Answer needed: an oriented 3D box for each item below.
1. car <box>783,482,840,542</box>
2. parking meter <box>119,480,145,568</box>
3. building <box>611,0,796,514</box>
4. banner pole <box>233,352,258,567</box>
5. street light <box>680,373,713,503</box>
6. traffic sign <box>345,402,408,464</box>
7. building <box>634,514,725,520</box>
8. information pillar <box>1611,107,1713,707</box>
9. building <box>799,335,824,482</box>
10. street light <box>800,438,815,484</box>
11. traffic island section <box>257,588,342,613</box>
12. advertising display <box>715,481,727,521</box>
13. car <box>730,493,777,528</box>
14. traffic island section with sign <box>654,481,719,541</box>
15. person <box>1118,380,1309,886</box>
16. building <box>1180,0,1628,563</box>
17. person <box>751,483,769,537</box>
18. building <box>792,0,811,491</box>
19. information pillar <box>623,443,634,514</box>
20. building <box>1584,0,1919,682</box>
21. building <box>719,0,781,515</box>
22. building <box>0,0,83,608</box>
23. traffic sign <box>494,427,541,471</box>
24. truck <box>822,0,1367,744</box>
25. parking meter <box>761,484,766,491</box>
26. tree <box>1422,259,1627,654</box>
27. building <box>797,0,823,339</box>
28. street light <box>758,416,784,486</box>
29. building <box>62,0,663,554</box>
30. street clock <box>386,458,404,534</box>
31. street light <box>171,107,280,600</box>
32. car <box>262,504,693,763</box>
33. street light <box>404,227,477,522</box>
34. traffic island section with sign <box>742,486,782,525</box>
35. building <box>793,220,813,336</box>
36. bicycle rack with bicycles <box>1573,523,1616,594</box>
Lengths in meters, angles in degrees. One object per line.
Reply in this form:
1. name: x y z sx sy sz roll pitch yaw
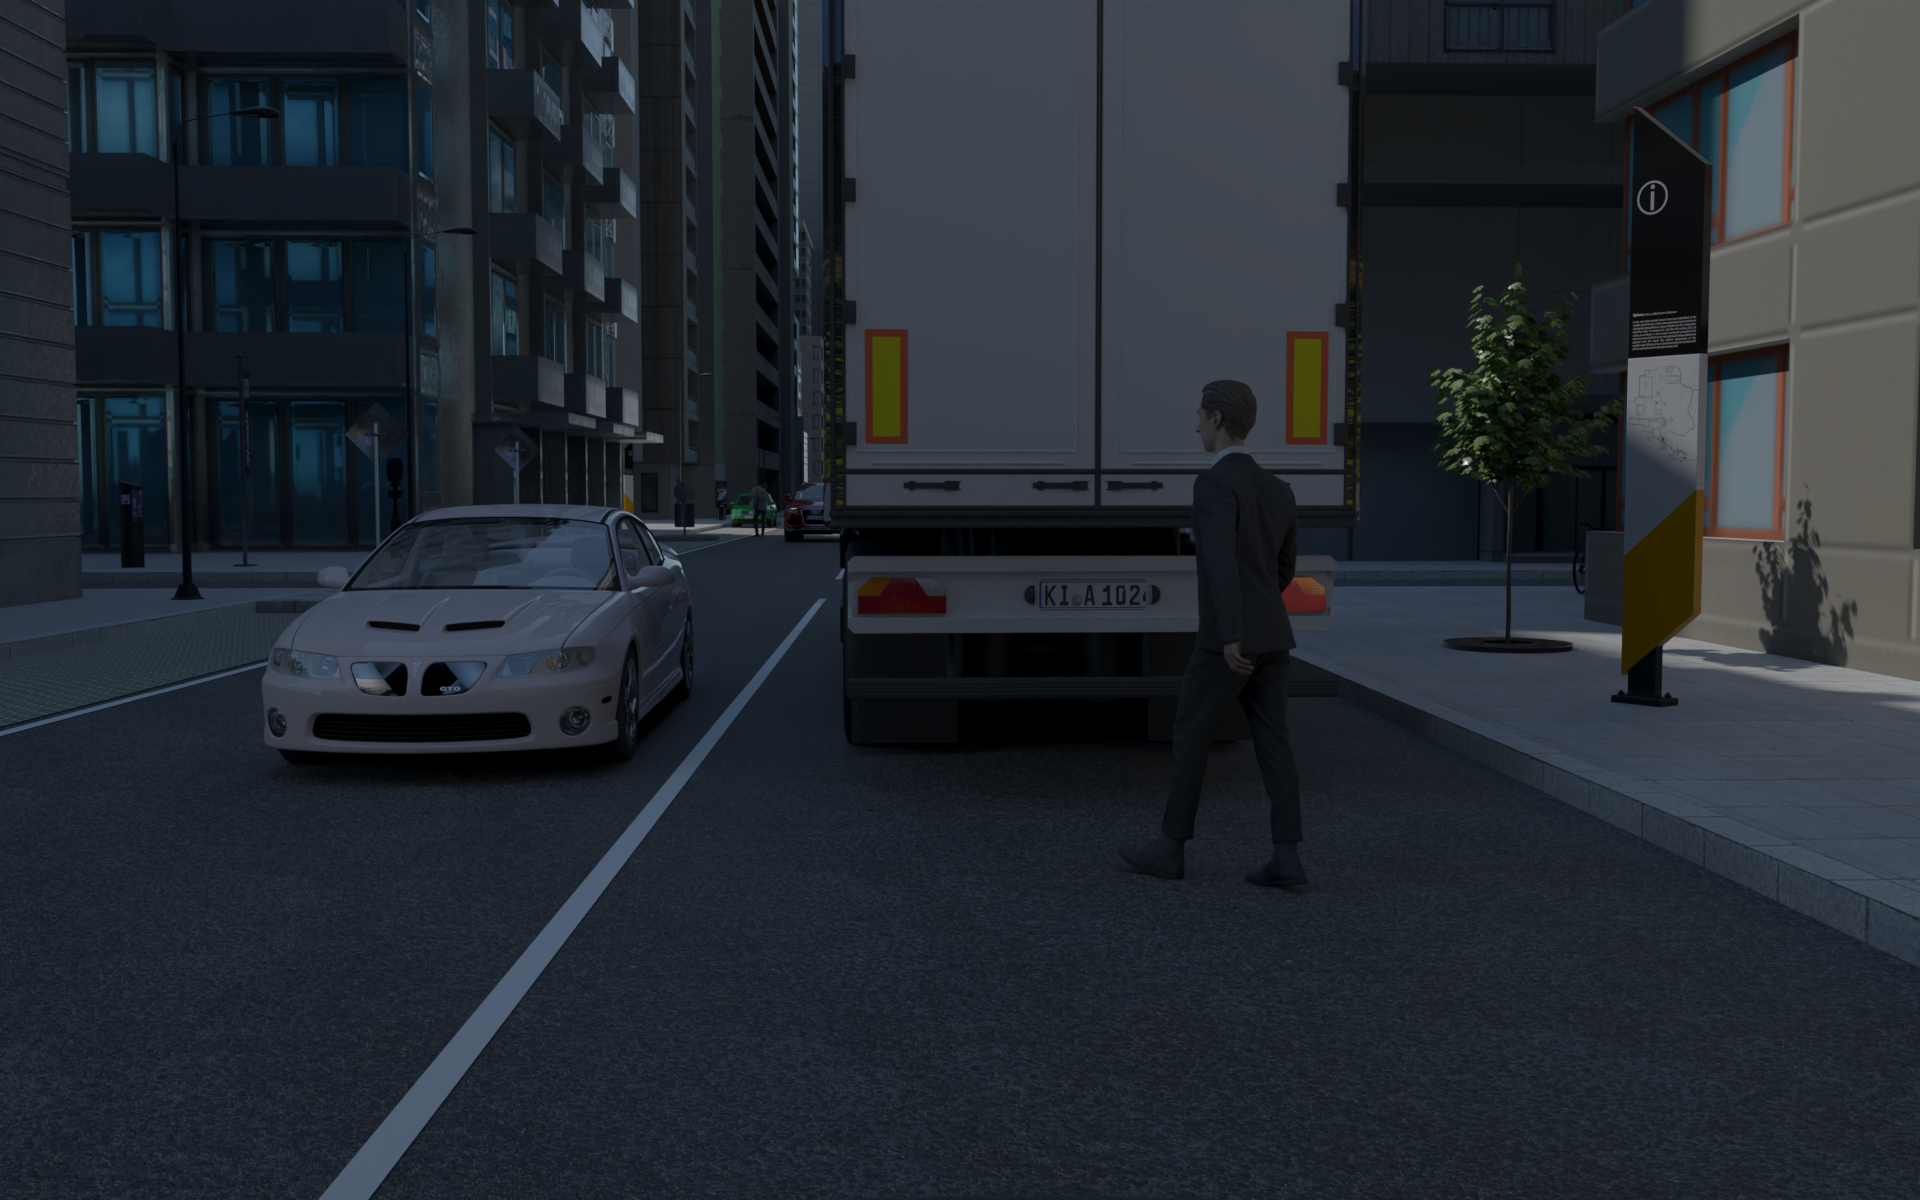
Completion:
1. car: -4.258 -2.744 53.538 2.281 1.827 5.304 0 4 0
2. parking meter: -14.447 -1.333 30.213 0.372 1.533 0.369 0 3 0
3. building: -20.313 -27.551 134.054 14.154 41.232 14.086 0 4 -2
4. banner pole: -12.748 -2.502 30.920 0.401 3.779 0.863 -1 4 -9
5. street light: -10.195 -5.765 66.804 1.470 5.913 1.316 0 4 -2
6. traffic sign: -7.429 -1.215 22.050 0.795 2.593 0.064 0 4 -2
7. building: -19.914 -24.768 88.547 14.154 41.232 14.086 0 4 -2
8. information pillar: 4.237 -1.166 10.424 0.183 3.616 0.504 -3 4 -36
9. building: -29.435 -21.920 203.425 27.650 21.520 28.899 0 4 -2
10. street light: -12.622 -10.421 142.926 1.470 5.913 1.316 0 4 -2
11. traffic island section: -7.452 0.010 22.117 2.009 0.180 2.903 0 4 -2
12. advertising display: -11.631 -4.838 84.316 0.123 1.923 0.974 1 4 21
13. car: -8.858 -4.025 74.603 1.959 1.807 4.718 0 4 -3
14. traffic island section with sign: -8.417 -2.713 52.992 1.989 1.847 2.006 0 4 -2
15. person: 0.951 0.116 6.384 0.659 1.850 0.755 -3 5 -43
16. building: 16.690 -27.705 42.222 27.495 52.752 28.713 0 4 -2
17. person: -6.705 -3.024 58.130 0.592 1.802 0.473 -1 4 -15
18. building: -24.550 -51.565 155.758 22.319 86.520 31.000 0 4 -2
19. information pillar: -14.503 -5.166 75.818 0.183 3.616 0.504 3 5 40
20. building: 20.646 -9.664 3.054 27.650 21.520 28.899 0 4 -2
21. building: -23.462 -30.037 114.799 21.300 48.544 21.600 0 4 -2
22. building: -22.198 -10.565 14.540 24.055 21.916 13.314 0 4 -2
23. traffic sign: -7.679 -1.703 30.032 0.795 2.593 0.064 0 4 -2
24. truck: 0.285 -1.490 13.279 2.839 4.237 11.283 0 4 -3
25. parking meter: -11.385 -5.798 100.513 0.255 1.863 0.399 0 4 3
26. tree: 4.699 -1.207 14.342 1.663 3.219 1.824 0 3 0
27. building: -27.241 -49.698 250.812 20.563 71.187 20.611 0 4 -2
28. street light: -11.516 -8.187 106.397 1.470 5.913 1.316 0 4 -2
29. building: -21.764 -26.270 49.121 23.786 49.044 30.456 0 4 -2
30. street clock: -11.291 -1.839 34.640 0.358 2.002 0.471 0 4 -5
31. street light: -8.863 -2.959 20.922 1.470 5.913 1.316 0 4 -2
32. car: -2.752 0.098 10.761 2.083 1.381 4.827 0 4 -3
33. street light: -9.103 -3.531 30.275 1.470 5.913 1.316 0 4 -2
34. traffic island section with sign: -9.273 -4.361 79.934 1.989 1.847 2.006 0 4 -2
35. building: -32.314 -32.862 229.174 32.217 40.220 23.993 0 4 -2
36. bicycle rack with bicycles: 8.832 -0.455 20.816 2.852 0.926 2.925 0 4 8
